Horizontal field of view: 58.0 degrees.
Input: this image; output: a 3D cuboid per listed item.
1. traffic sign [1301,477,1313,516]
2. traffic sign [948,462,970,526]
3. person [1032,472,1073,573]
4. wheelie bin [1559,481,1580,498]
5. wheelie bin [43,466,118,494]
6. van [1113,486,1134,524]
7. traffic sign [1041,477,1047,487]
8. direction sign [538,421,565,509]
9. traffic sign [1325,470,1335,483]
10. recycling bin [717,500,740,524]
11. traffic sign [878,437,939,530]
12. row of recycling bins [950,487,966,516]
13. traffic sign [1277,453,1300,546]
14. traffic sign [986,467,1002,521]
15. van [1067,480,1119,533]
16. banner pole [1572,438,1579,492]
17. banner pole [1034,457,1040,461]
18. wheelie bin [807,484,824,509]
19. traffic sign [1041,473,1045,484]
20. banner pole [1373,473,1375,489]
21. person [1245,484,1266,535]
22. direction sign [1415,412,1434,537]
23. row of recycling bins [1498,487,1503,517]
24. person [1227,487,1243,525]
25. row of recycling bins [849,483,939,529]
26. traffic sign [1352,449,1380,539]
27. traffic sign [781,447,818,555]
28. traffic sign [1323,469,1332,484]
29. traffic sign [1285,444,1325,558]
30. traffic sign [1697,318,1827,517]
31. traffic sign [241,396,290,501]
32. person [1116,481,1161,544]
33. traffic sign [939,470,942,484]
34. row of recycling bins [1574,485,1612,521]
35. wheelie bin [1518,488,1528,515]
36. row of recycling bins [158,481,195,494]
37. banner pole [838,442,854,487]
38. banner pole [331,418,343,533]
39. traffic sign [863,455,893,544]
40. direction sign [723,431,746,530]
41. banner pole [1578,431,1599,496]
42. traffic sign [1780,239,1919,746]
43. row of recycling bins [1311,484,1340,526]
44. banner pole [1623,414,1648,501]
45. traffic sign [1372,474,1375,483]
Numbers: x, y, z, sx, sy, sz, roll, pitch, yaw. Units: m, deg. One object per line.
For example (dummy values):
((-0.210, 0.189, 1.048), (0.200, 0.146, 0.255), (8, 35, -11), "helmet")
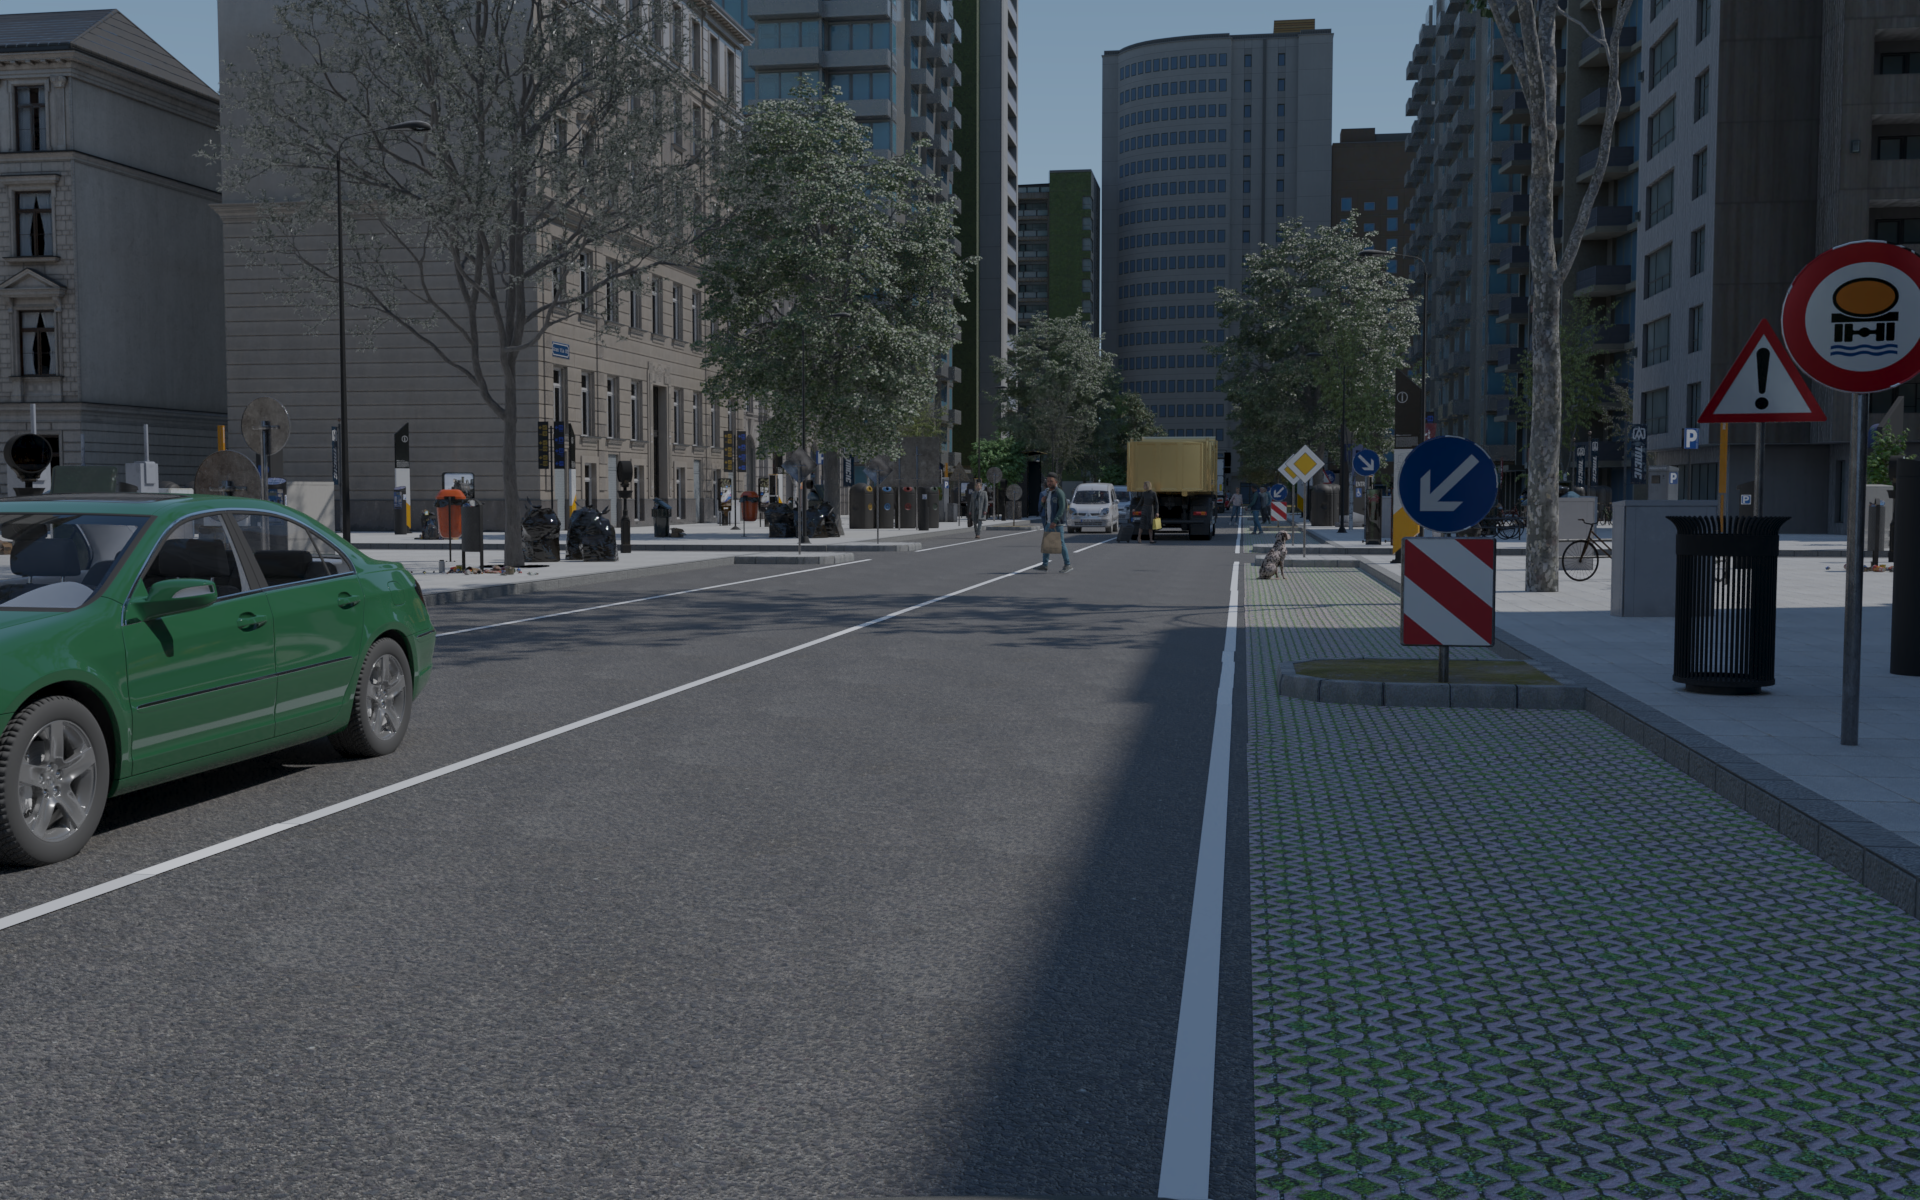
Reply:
((17.935, -5.346, 89.534), (0.606, 2.300, 0.079), (1, 4, 18), "traffic sign")
((-0.034, -4.237, 69.284), (0.884, 2.594, 0.081), (1, 4, 11), "traffic sign")
((1.704, -1.396, 31.311), (0.713, 1.824, 0.794), (-1, 4, -11), "person")
((14.323, -2.052, 41.452), (0.980, 1.594, 0.693), (1, 4, 22), "wheelie bin")
((-9.817, -0.704, 19.413), (0.980, 1.594, 0.693), (-1, 4, -18), "wheelie bin")
((7.573, -4.677, 83.484), (2.013, 2.044, 4.112), (1, 4, 8), "van")
((5.163, -6.285, 104.897), (0.606, 2.300, 0.079), (1, 4, 11), "traffic sign")
((-12.719, -3.790, 53.965), (0.876, 3.537, 0.379), (1, 4, 12), "direction sign")
((19.783, -5.692, 93.170), (0.768, 2.556, 0.104), (1, 4, 18), "traffic sign")
((-9.866, -3.748, 73.838), (0.722, 1.027, 0.722), (2, 4, 29), "recycling bin")
((-1.850, -4.142, 61.599), (2.265, 3.308, 0.079), (1, 4, 11), "traffic sign")
((0.074, -5.752, 101.159), (1.069, 1.692, 3.534), (1, 4, 11), "row of recycling bins")
((8.242, -2.398, 42.844), (0.795, 2.450, 0.064), (1, 4, 9), "traffic sign")
((1.606, -4.970, 81.373), (0.768, 2.556, 0.104), (1, 4, 13), "traffic sign")
((4.969, -3.519, 64.540), (2.013, 2.044, 4.112), (1, 4, 10), "van")
((27.598, -5.345, 77.407), (0.863, 3.779, 0.401), (-1, 4, -17), "banner pole")
((4.714, -7.131, 106.608), (0.401, 3.779, 0.863), (2, 4, 32), "banner pole")
((-4.589, -2.978, 56.603), (0.693, 1.594, 0.980), (3, 4, 36), "wheelie bin")
((4.462, -6.061, 99.206), (0.768, 2.556, 0.104), (1, 4, 10), "traffic sign")
((25.304, -7.088, 105.909), (0.401, 3.779, 0.863), (0, 4, 5), "banner pole")
((10.357, -3.169, 60.664), (0.721, 1.781, 0.623), (1, 4, 12), "person")
((12.560, -3.403, 47.629), (0.876, 3.537, 0.379), (1, 4, 10), "direction sign")
((26.996, -5.152, 91.349), (3.534, 1.692, 1.069), (-1, 4, -15), "row of recycling bins")
((12.588, -4.310, 79.635), (0.731, 1.740, 0.598), (-2, 4, -24), "person")
((-2.463, -3.500, 64.338), (3.534, 1.692, 1.069), (-2, 4, -27), "row of recycling bins")
((11.567, -3.012, 49.357), (0.768, 2.556, 0.104), (1, 4, 16), "traffic sign")
((-3.397, -2.020, 36.665), (0.795, 2.450, 0.064), (1, 4, 9), "traffic sign")
((18.842, -5.501, 89.944), (0.884, 2.594, 0.081), (1, 4, 10), "traffic sign")
((6.957, -1.916, 34.962), (0.795, 2.450, 0.064), (1, 4, 9), "traffic sign")
((5.963, -0.791, 12.934), (0.884, 2.594, 0.081), (1, 4, 16), "traffic sign")
((-9.085, -1.378, 22.638), (0.768, 2.556, 0.104), (1, 4, 18), "traffic sign")
((5.247, -2.555, 50.489), (0.699, 1.804, 1.509), (-2, 4, -28), "person")
((-1.059, -4.316, 72.695), (0.606, 2.300, 0.079), (1, 4, 18), "traffic sign")
((29.805, -4.575, 81.921), (3.534, 1.692, 1.069), (-3, 5, -43), "row of recycling bins")
((29.617, -5.071, 90.813), (0.693, 1.594, 0.980), (1, 4, 20), "wheelie bin")
((-24.288, -2.996, 56.101), (1.069, 1.692, 3.534), (3, 5, 41), "row of recycling bins")
((-4.863, -5.080, 73.070), (0.863, 3.779, 0.401), (0, 4, -2), "banner pole")
((-20.352, -4.074, 56.627), (0.401, 3.779, 0.863), (0, 4, 3), "banner pole")
((-2.112, -2.502, 44.547), (0.795, 2.450, 0.064), (1, 4, 9), "traffic sign")
((-8.061, -4.286, 62.078), (0.876, 3.537, 0.379), (-2, 4, -33), "direction sign")
((25.132, -4.822, 68.857), (0.401, 3.779, 0.863), (-1, 4, -13), "banner pole")
((4.552, -0.531, 8.787), (0.768, 2.556, 0.104), (1, 4, 18), "traffic sign")
((14.971, -3.858, 70.197), (1.069, 1.692, 3.534), (1, 4, 22), "row of recycling bins")
((21.127, -3.937, 54.382), (0.863, 3.779, 0.401), (1, 4, 19), "banner pole")
((22.701, -5.887, 96.365), (0.768, 2.556, 0.104), (1, 4, 10), "traffic sign")
